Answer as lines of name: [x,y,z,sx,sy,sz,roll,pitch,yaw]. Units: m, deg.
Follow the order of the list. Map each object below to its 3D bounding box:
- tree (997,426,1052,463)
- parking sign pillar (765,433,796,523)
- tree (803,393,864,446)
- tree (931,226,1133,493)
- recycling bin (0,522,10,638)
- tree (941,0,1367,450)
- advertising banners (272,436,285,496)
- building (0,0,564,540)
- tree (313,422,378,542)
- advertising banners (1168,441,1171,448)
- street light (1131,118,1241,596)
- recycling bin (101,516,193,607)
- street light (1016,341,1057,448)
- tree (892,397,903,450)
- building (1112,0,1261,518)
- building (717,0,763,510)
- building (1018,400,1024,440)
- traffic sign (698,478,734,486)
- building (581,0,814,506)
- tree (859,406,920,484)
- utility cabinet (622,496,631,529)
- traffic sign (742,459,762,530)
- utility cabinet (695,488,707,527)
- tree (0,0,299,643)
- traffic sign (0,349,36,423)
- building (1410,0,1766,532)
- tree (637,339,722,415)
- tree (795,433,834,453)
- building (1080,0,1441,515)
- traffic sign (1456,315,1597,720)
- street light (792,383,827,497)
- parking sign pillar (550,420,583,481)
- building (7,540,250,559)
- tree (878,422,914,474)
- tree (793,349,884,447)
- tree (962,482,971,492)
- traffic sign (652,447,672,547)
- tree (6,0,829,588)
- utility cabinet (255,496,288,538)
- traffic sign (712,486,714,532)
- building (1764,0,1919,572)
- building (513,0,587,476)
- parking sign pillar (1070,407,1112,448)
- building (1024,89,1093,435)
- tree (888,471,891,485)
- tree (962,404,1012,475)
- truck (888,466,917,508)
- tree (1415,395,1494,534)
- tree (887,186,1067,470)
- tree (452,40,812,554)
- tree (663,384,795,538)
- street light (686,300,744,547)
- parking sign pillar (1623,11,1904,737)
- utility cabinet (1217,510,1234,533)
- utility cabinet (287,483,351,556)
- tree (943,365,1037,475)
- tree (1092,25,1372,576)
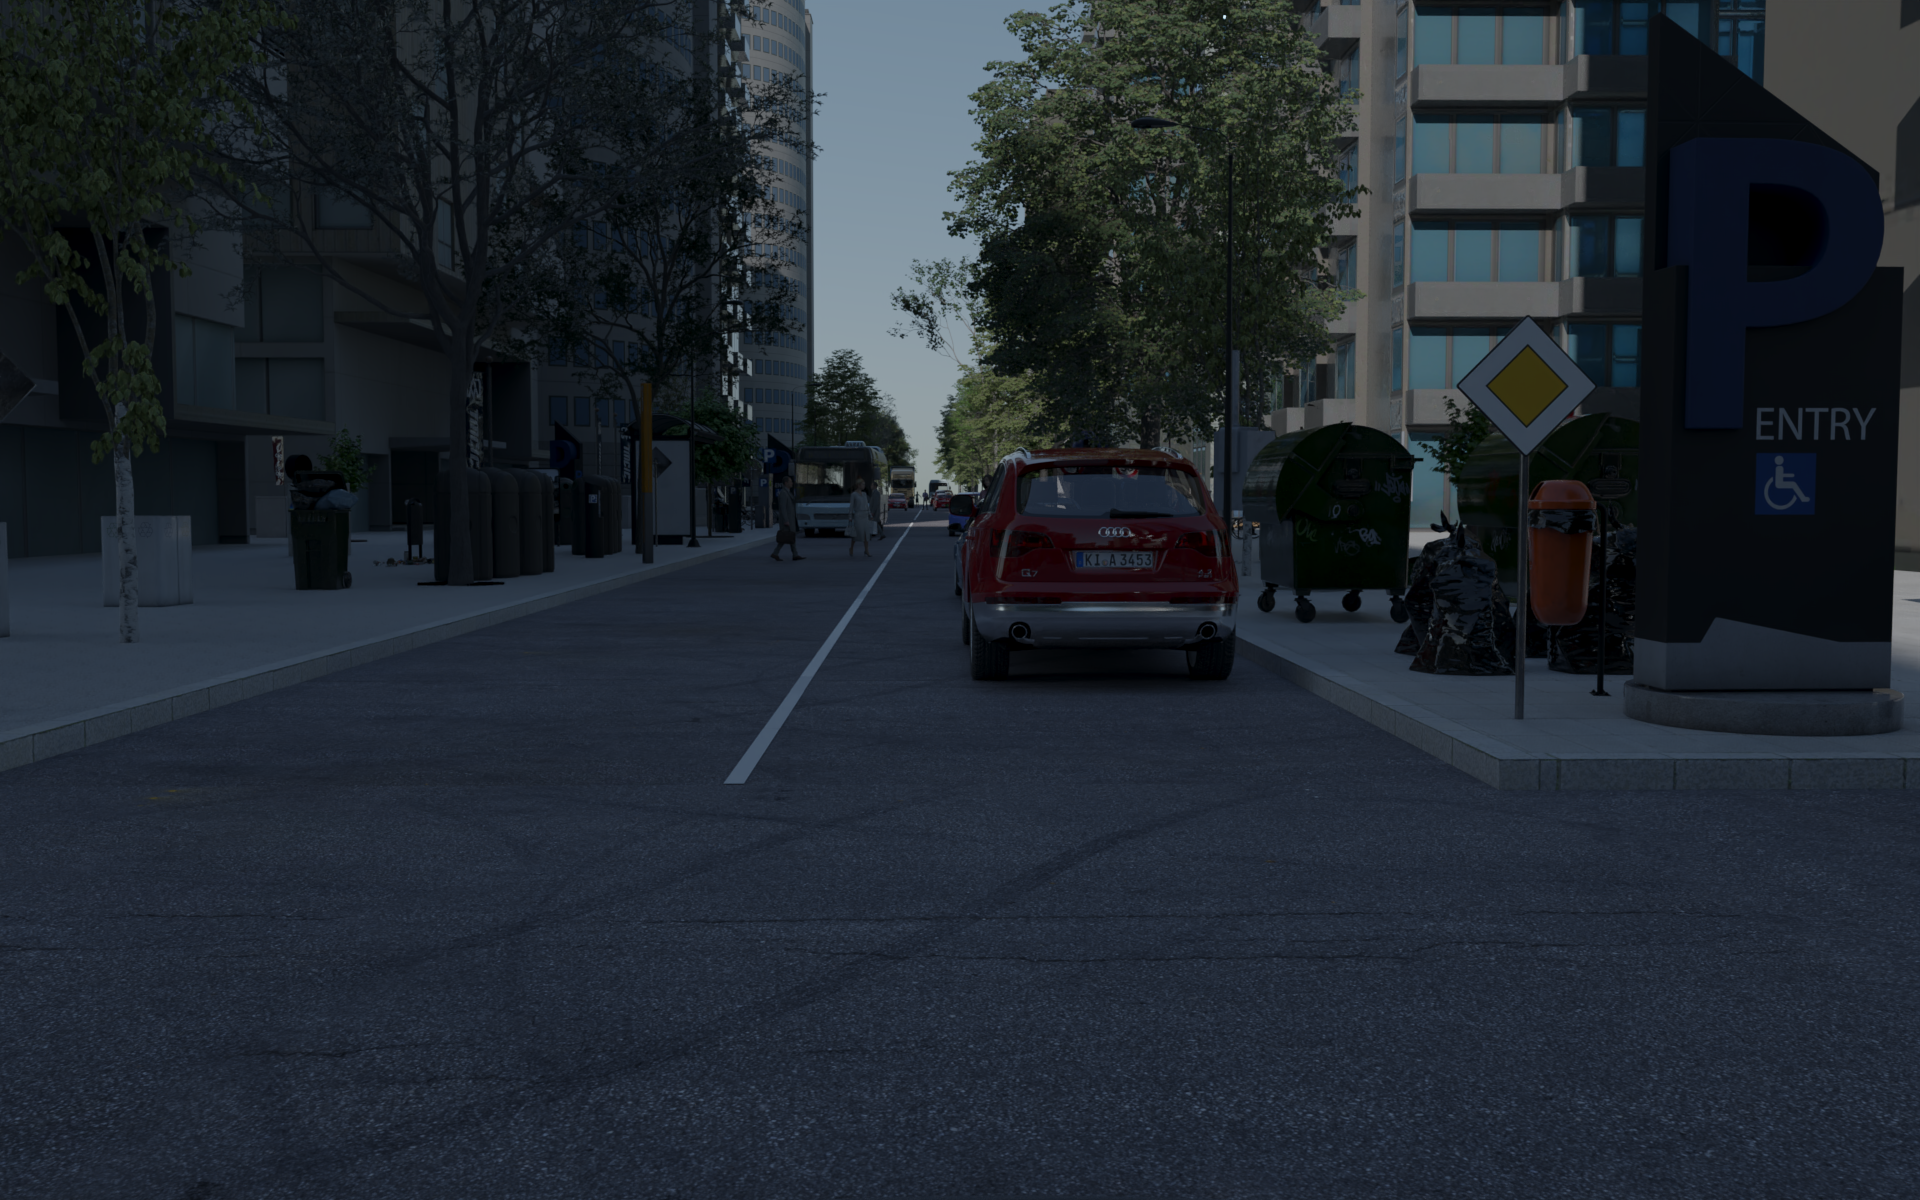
tree: [3.397,-5.824,78.931,4.285,4.588,4.351,0,3,0]
parking sign pillar: [-7.885,-5.366,76.212,1.447,3.967,1.447,1,4,17]
tree: [-8.866,-10.658,124.614,4.737,8.622,4.395,0,3,0]
tree: [3.723,-9.256,69.469,7.486,12.596,7.792,0,3,0]
recycling bin: [-8.954,-0.167,15.292,0.722,1.027,0.722,1,4,11]
tree: [4.256,-8.065,38.519,9.857,13.997,8.962,0,3,0]
advertising banners: [-19.921,-3.410,51.935,2.074,3.025,0.090,2,4,31]
building: [-30.703,-29.073,64.576,28.713,52.752,27.495,0,4,-1]
tree: [-16.368,-3.174,46.502,1.663,3.219,1.824,0,3,0]
advertising banners: [5.642,-3.101,46.888,0.090,3.025,2.074,0,4,6]
street light: [2.807,-2.998,21.560,1.470,5.913,1.316,0,4,-1]
recycling bin: [-9.366,-0.454,19.971,0.722,1.027,0.722,0,4,4]
street light: [2.383,-4.906,52.761,1.470,5.913,1.316,0,4,-1]
tree: [-9.695,-15.208,159.014,12.009,13.543,11.850,0,3,0]
building: [22.124,-48.432,104.532,22.319,86.520,31.000,0,4,-1]
building: [-27.348,-31.041,127.133,23.786,49.044,30.456,0,4,-1]
building: [21.847,-23.569,230.396,27.650,21.520,28.899,0,4,-1]
traffic sign: [-8.390,-3.774,55.579,2.265,3.308,0.079,0,4,6]
building: [-27.466,-39.603,189.506,21.231,58.520,28.212,0,4,-1]
tree: [-10.665,-18.763,223.789,9.611,12.733,9.660,0,3,0]
utility cabinet: [-12.179,-3.260,64.469,0.306,1.237,1.020,2,4,24]
traffic sign: [-7.452,-3.780,61.902,0.768,2.556,0.104,1,4,8]
utility cabinet: [-10.035,-3.605,67.616,0.318,1.500,1.173,3,5,40]
tree: [-7.325,-3.924,14.521,4.737,8.622,4.395,0,3,0]
traffic sign: [-5.558,-0.370,9.691,0.795,2.450,0.064,0,4,-1]
building: [24.049,-27.510,69.390,23.786,49.044,30.456,0,4,-1]
tree: [-12.909,-7.843,78.599,4.360,8.622,3.978,0,3,0]
tree: [-7.876,-6.682,92.956,4.285,4.588,4.351,0,3,0]
building: [21.176,-31.604,136.335,23.786,49.044,30.456,0,4,-1]
traffic sign: [3.185,-0.377,9.810,0.795,2.450,0.064,0,4,-1]
street light: [-6.482,-6.131,72.779,1.470,5.913,1.316,0,4,-1]
parking sign pillar: [-14.171,-4.518,62.349,1.447,3.967,1.447,2,4,34]
building: [-29.166,-26.907,29.168,28.713,52.752,27.495,0,4,-1]
tree: [-9.422,-16.819,209.396,8.767,10.594,7.601,2,4,24]
tree: [-9.380,-13.287,135.375,7.486,12.596,7.792,0,3,0]
tree: [1.008,-12.779,203.544,1.663,3.219,1.824,0,3,0]
traffic sign: [-7.378,-2.499,42.052,0.795,2.450,0.064,0,4,1]
tree: [-7.062,-6.956,24.107,12.009,13.543,11.850,0,3,0]
utility cabinet: [-20.143,-2.428,50.860,1.020,1.237,0.306,1,4,13]
traffic sign: [-8.348,-3.573,58.523,0.768,2.556,0.104,0,4,1]
building: [26.200,-24.764,28.598,21.600,48.544,21.300,0,4,-1]
building: [-25.917,-33.981,97.584,21.231,58.520,28.212,0,4,-1]
parking sign pillar: [4.046,-3.971,53.393,1.447,3.967,1.447,0,4,0]
building: [18.792,-35.512,204.316,21.300,48.544,21.600,0,4,-1]
tree: [-8.813,-12.545,188.828,4.285,4.588,4.351,0,3,0]
tree: [2.226,-10.742,125.989,4.360,8.622,3.978,0,3,0]
truck: [-5.852,-11.517,177.218,2.839,4.237,11.283,0,4,-1]
tree: [8.667,-2.104,29.003,1.663,3.219,1.824,0,3,0]
tree: [1.370,-15.473,108.875,12.611,20.169,13.585,0,3,0]
tree: [-6.928,-6.251,36.616,8.767,10.594,7.601,1,4,8]
tree: [-7.511,-4.133,51.287,4.285,4.588,4.351,0,3,0]
street light: [-5.880,-4.223,41.581,1.470,5.913,1.316,0,4,-1]
parking sign pillar: [4.555,-1.302,9.752,1.447,3.967,1.447,0,4,-3]
utility cabinet: [8.637,-2.776,56.549,0.306,1.237,1.020,2,4,30]
utility cabinet: [-13.143,-1.641,35.515,1.173,1.500,0.318,0,4,-2]
tree: [2.170,-12.854,135.913,9.928,11.665,9.643,0,3,0]
tree: [4.250,-4.679,26.865,4.737,8.622,4.395,0,3,0]
